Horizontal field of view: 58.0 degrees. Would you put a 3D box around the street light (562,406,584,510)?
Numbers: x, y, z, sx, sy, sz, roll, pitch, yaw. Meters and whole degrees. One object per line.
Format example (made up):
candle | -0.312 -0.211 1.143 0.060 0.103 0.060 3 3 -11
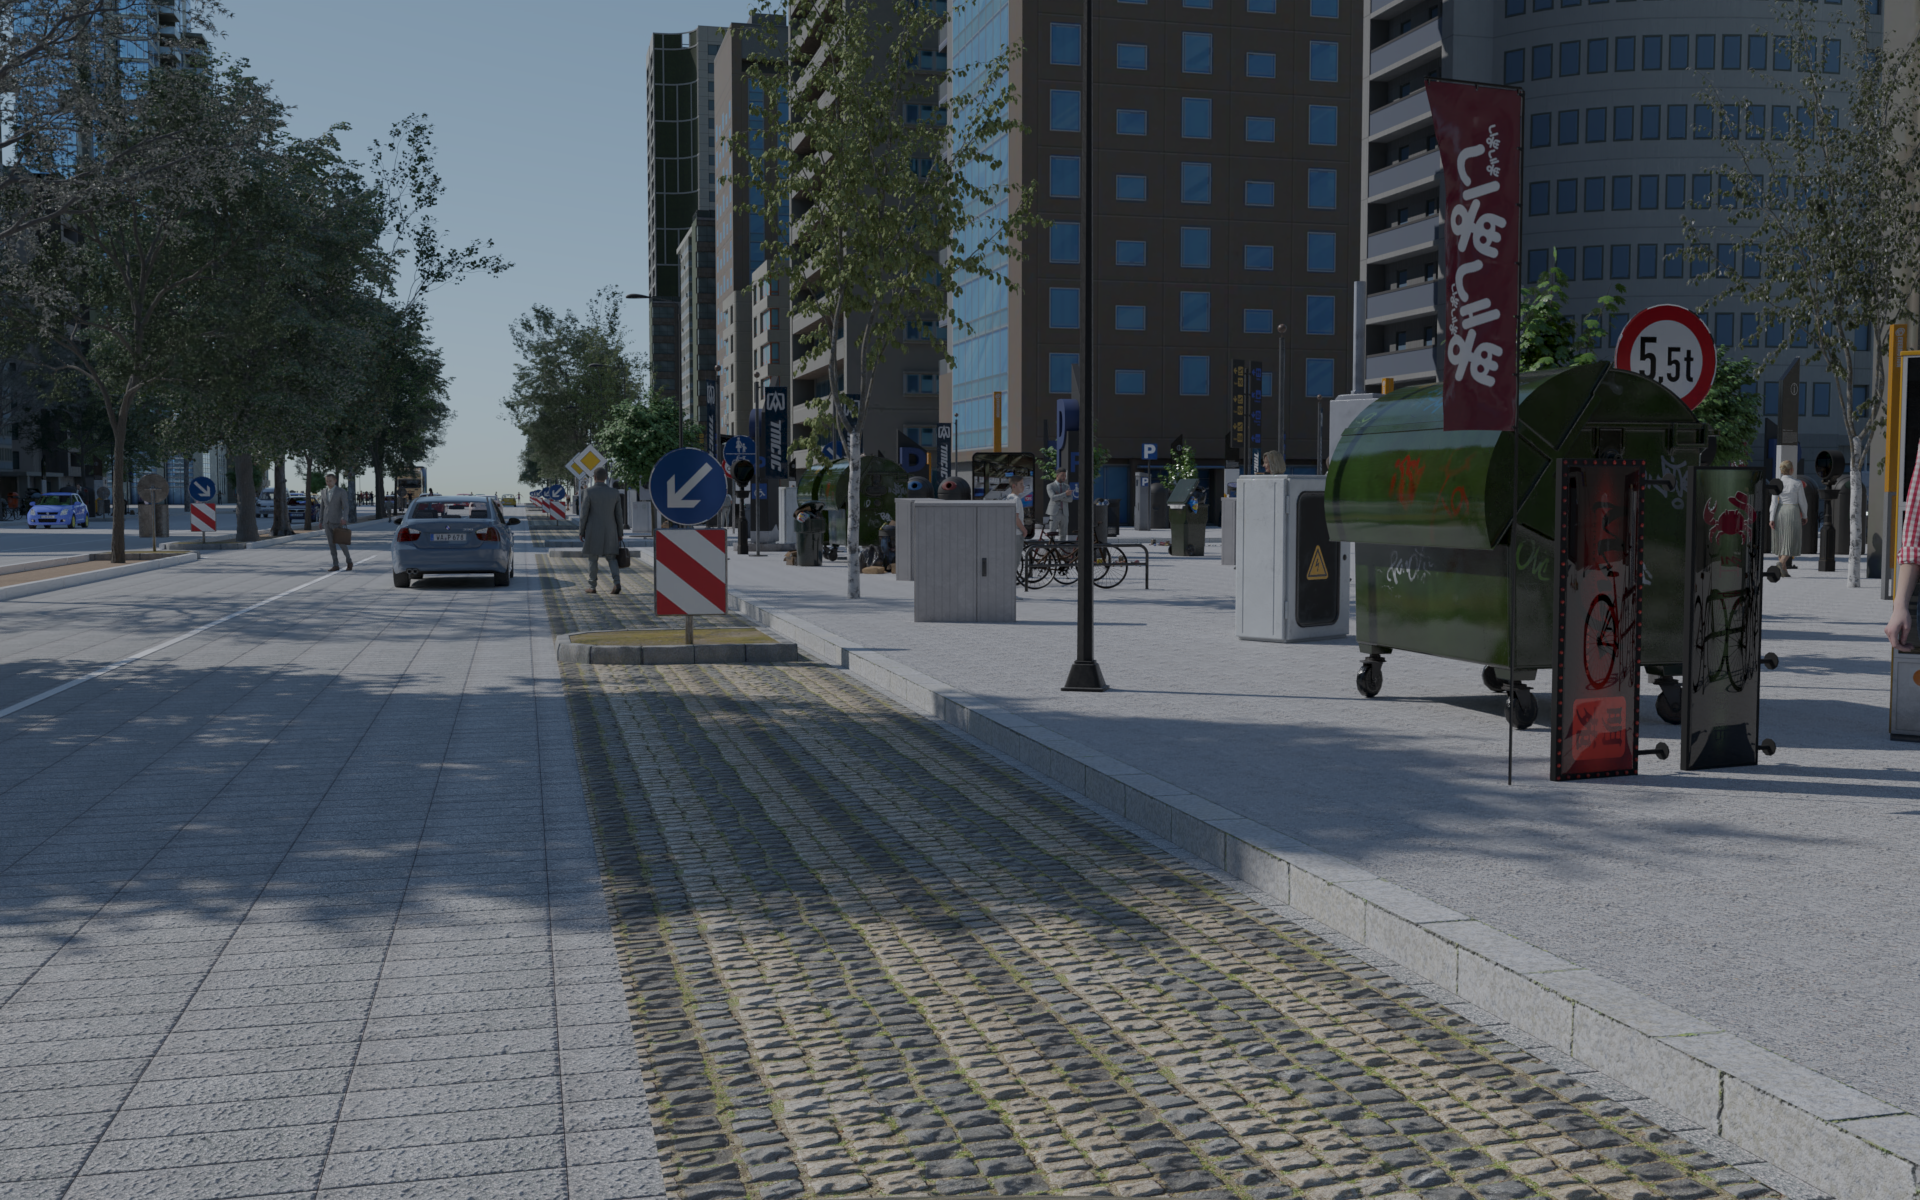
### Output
street light | -20.015 -7.264 91.304 1.470 5.913 1.316 -1 4 -14

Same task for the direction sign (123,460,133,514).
direction sign | -54.613 -7.438 113.615 0.379 3.537 0.876 2 4 24

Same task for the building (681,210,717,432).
building | -20.785 -24.935 179.383 14.160 30.474 14.107 -1 4 -14

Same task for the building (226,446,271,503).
building | -115.486 -24.612 247.442 27.650 21.520 28.899 -1 4 -14

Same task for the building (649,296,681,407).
building | -38.298 -29.451 253.218 14.160 30.474 14.107 -1 4 -14

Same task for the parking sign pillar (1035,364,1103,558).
parking sign pillar | 2.297 -2.857 35.190 1.447 3.967 1.447 0 4 -5

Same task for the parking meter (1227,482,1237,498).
parking meter | 5.876 -1.743 36.914 0.372 1.533 0.369 0 3 0

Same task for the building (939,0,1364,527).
building | 7.558 -25.927 74.021 14.200 45.320 14.600 -1 4 -14

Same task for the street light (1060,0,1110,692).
street light | 0.295 -2.356 11.056 1.470 5.913 1.316 -1 4 -14

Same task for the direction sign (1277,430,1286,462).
direction sign | 11.494 -4.281 61.997 0.379 3.537 0.876 2 4 28

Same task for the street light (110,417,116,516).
street light | -49.192 -7.899 101.692 1.470 5.913 1.316 -1 4 -14

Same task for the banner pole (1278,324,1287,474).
banner pole | 4.802 -2.191 25.838 0.401 3.779 0.863 1 4 14

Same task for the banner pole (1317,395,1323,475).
banner pole | 9.125 -3.296 43.899 0.401 3.779 0.863 1 4 19

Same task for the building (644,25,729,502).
building | -39.769 -50.879 270.120 20.563 71.187 20.611 -1 4 -14

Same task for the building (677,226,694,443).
building | -25.090 -33.319 236.638 32.217 40.220 23.993 -1 4 -14

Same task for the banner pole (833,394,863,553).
banner pole | -2.523 -2.939 38.065 0.863 3.779 0.401 0 4 -1

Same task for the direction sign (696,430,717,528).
direction sign | -8.992 -4.261 61.666 0.876 3.537 0.379 -1 4 -21

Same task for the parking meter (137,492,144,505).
parking meter | -50.523 -6.021 106.851 0.372 1.533 0.369 0 3 0

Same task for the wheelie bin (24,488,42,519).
wheelie bin | -48.545 -5.059 90.620 0.693 1.594 0.980 -2 4 -29

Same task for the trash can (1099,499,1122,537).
trash can | 4.454 -2.444 51.611 0.748 1.137 0.748 0 3 0

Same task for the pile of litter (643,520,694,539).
pile of litter | -8.246 -2.175 49.521 1.719 0.858 1.176 -1 4 -12

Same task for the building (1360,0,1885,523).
building | 34.742 -33.240 85.480 28.212 58.520 21.231 -1 4 -14

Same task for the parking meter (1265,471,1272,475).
parking meter | 6.824 -1.973 37.966 0.255 1.863 0.399 1 4 20

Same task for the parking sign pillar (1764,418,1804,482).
parking sign pillar | 29.064 -4.443 61.110 1.447 3.967 1.447 -1 4 -9

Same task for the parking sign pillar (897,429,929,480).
parking sign pillar | -1.962 -5.127 72.298 1.447 3.967 1.447 -1 4 -22

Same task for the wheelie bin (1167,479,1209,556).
wheelie bin | 4.725 -1.712 35.901 0.693 1.594 0.980 -2 4 -30

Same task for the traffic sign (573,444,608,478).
traffic sign | -8.516 -2.316 40.060 0.795 2.593 0.064 -1 4 -14

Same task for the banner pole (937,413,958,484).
banner pole | -0.334 -3.880 53.456 0.863 3.779 0.401 -1 4 -16

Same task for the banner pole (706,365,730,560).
banner pole | -4.739 -2.655 33.426 0.401 3.779 0.863 1 4 13

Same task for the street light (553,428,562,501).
street light | -27.422 -9.057 120.620 1.470 5.913 1.316 -1 4 -14

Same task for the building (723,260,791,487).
building | -4.345 -18.363 145.277 27.650 21.520 28.899 -1 4 -14

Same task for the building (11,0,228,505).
building | -104.904 -55.263 216.216 22.319 86.520 31.000 -1 4 -14

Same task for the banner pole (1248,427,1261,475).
banner pole | 10.764 -4.497 63.535 0.401 3.779 0.863 -2 4 -30

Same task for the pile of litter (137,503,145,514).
pile of litter | -53.381 -6.092 113.571 1.176 0.858 1.719 -1 4 -17

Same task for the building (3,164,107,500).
building | -85.555 -23.390 154.129 14.160 30.474 14.107 -1 4 -14

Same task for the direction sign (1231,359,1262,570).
direction sign | 4.852 -2.287 29.393 0.379 3.537 0.876 3 5 43

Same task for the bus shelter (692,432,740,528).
bus shelter | -9.759 -4.673 67.689 1.731 3.624 6.357 -1 4 -14

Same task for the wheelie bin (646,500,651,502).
wheelie bin | -16.996 -5.447 96.973 0.980 1.594 0.693 0 4 8

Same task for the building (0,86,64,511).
building | -88.290 -26.960 132.677 32.217 40.220 23.993 -1 4 -14

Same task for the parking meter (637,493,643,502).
parking meter | -15.381 -4.733 83.095 0.255 1.863 0.399 -1 4 -20

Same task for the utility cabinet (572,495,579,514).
utility cabinet | -24.519 -6.165 111.956 1.020 1.237 0.306 0 4 3

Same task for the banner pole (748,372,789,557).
banner pole | -3.923 -2.782 35.507 0.863 3.779 0.401 0 4 5

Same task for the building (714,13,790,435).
building | -15.453 -31.448 164.292 14.600 45.320 14.200 -1 4 -14

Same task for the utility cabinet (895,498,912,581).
utility cabinet | -0.590 -0.910 26.034 0.306 1.237 1.020 2 4 28

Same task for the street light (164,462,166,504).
street light | -52.881 -8.797 116.369 1.470 5.913 1.316 -1 4 -14

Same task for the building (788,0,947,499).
building | 1.405 -29.675 108.893 21.300 48.544 21.600 -1 4 -14

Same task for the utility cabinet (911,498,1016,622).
utility cabinet | 0.053 -0.382 17.404 1.020 1.237 0.306 0 4 1

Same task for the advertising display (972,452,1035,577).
advertising display | 0.669 -1.310 26.633 0.974 1.923 0.123 0 4 0

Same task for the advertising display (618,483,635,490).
advertising display | -17.727 -5.332 92.397 0.974 1.923 0.123 -2 4 -31

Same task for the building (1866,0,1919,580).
building | 26.740 -24.081 17.419 21.300 48.544 21.600 -1 4 -14

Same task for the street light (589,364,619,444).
street light | -12.521 -5.468 61.938 1.470 5.913 1.316 -1 4 -14

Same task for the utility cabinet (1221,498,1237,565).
utility cabinet | 5.112 -1.249 31.582 0.306 1.237 1.020 2 4 33

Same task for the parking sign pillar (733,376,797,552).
parking sign pillar | -4.412 -3.096 39.090 1.447 3.967 1.447 0 4 4

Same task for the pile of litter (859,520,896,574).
pile of litter | -0.967 -0.876 28.286 1.719 0.858 1.176 -1 4 -15

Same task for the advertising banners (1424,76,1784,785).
advertising banners | 2.894 -0.707 7.744 2.074 3.025 0.090 -1 4 -23

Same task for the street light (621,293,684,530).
street light | -7.053 -4.150 40.386 1.470 5.913 1.316 -1 4 -14
